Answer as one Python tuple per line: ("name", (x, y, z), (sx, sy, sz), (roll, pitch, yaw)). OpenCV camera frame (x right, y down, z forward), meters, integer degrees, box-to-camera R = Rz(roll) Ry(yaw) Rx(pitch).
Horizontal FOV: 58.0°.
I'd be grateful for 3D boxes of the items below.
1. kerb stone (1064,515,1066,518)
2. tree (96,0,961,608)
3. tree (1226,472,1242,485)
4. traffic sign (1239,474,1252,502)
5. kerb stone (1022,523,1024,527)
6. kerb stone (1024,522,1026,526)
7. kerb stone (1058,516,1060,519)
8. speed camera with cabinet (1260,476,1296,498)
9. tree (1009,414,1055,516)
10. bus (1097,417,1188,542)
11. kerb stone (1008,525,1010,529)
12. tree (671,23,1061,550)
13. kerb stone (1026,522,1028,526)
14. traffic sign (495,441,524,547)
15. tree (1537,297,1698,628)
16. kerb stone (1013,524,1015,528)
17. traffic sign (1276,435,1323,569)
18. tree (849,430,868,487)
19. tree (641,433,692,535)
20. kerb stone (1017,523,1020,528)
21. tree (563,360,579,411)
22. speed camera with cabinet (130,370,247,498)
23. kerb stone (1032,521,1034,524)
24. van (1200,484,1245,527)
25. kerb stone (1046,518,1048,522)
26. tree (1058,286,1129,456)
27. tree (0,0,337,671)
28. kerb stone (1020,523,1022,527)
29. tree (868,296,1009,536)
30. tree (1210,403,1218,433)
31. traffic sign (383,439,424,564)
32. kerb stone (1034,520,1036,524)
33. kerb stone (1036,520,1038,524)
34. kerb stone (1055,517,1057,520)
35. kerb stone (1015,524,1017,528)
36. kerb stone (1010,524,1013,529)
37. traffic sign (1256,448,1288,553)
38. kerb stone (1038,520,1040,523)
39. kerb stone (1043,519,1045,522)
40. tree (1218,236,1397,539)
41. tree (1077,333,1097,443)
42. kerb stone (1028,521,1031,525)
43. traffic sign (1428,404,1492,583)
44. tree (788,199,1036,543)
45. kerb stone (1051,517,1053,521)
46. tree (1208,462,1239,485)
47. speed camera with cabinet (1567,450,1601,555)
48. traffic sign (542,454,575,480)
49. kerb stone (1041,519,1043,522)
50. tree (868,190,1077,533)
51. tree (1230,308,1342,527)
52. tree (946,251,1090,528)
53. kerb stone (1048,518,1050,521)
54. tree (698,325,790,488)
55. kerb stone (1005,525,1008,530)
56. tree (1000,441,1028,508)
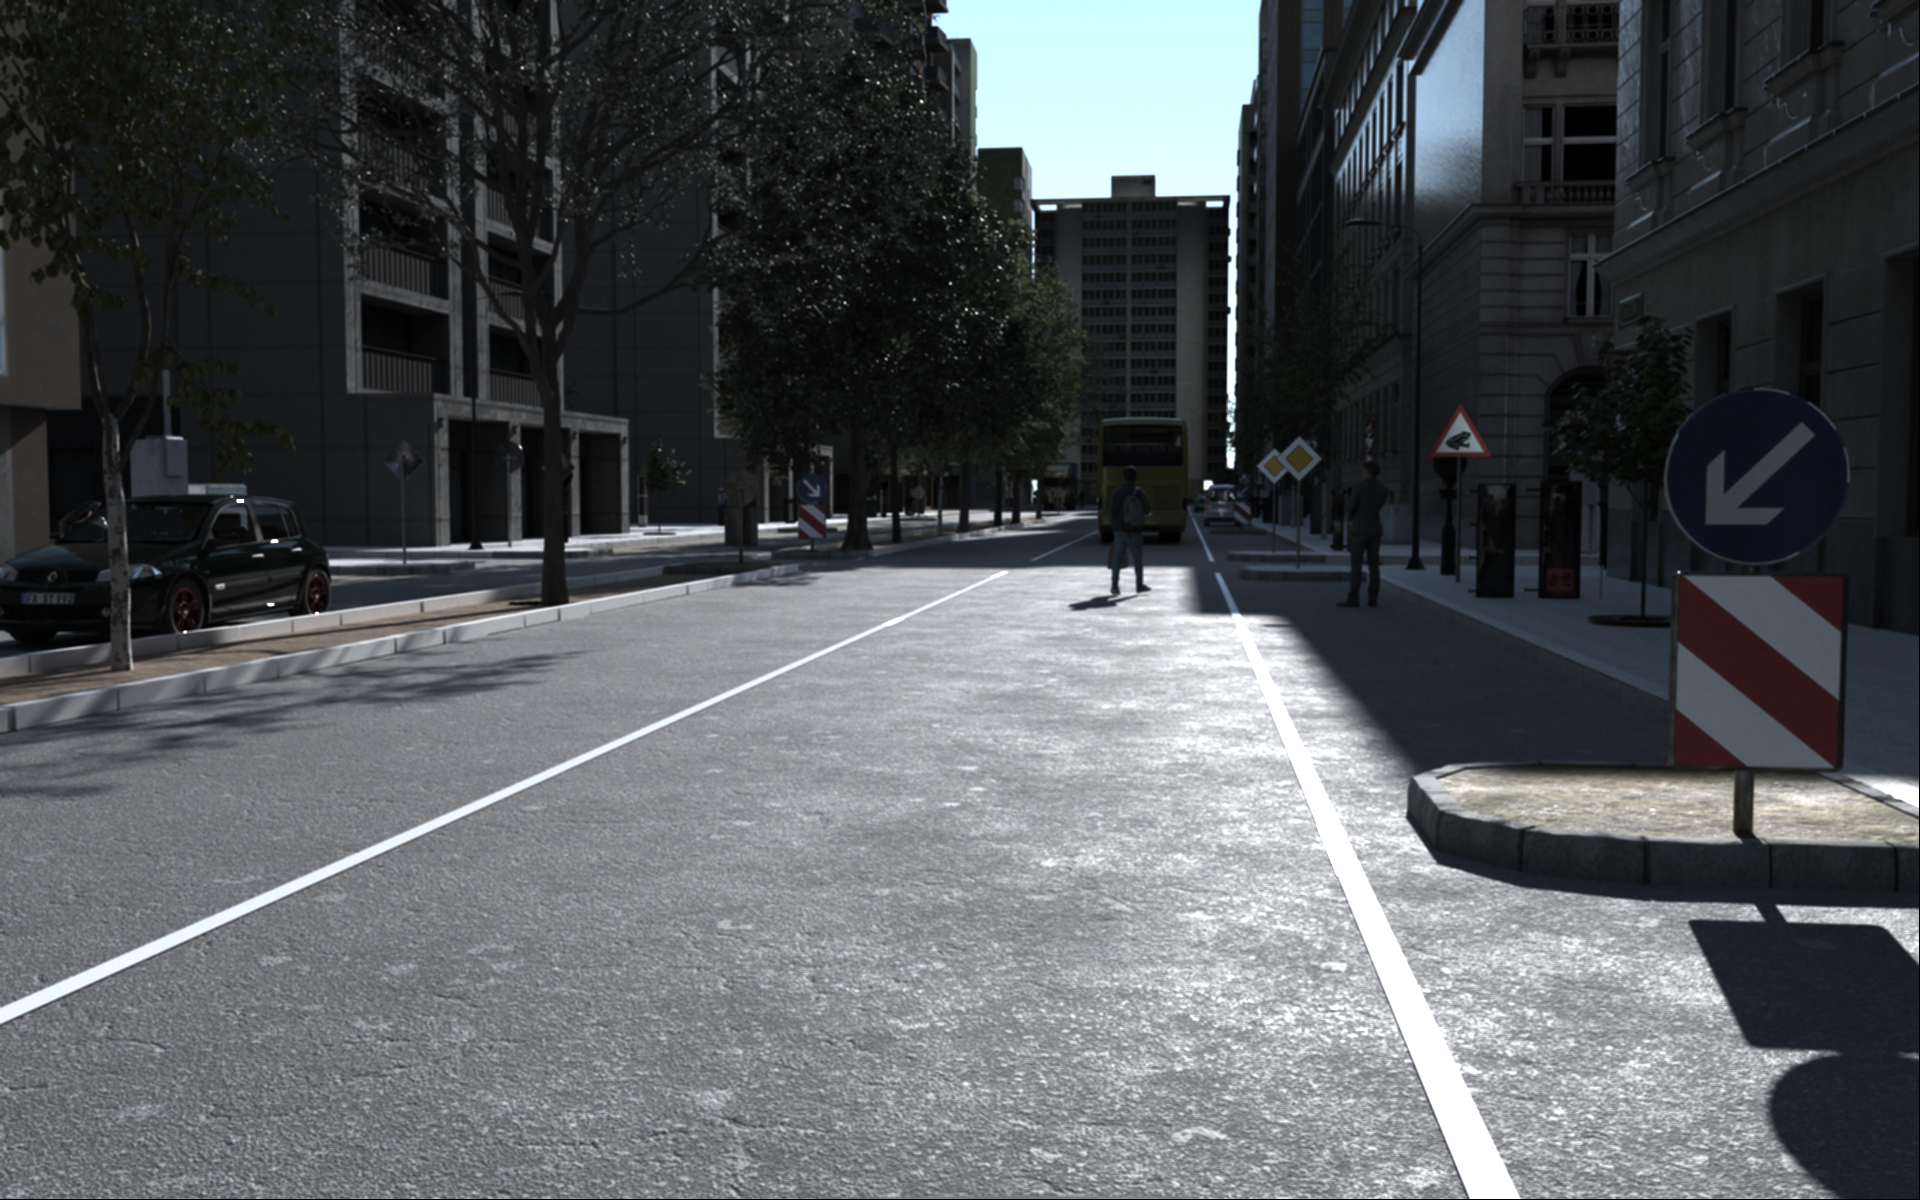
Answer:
("kerb stone", (5.986, -4.884, 102.060), (0.120, 0.150, 1.000), (0, 4, 7))
("tree", (-5.187, -6.657, 21.676), (12.009, 13.543, 11.850), (0, 3, 0))
("tree", (21.773, -8.658, 136.153), (1.663, 3.219, 1.824), (0, 3, 0))
("traffic sign", (17.888, -6.635, 108.591), (0.768, 2.556, 0.104), (1, 4, 10))
("kerb stone", (2.589, -3.265, 75.586), (0.120, 0.150, 1.000), (0, 4, 7))
("kerb stone", (2.720, -3.323, 76.605), (0.120, 0.150, 1.000), (0, 4, 7))
("kerb stone", (5.335, -4.570, 96.967), (0.120, 0.150, 1.000), (0, 4, 7))
("speed camera with cabinet", (16.697, -5.906, 90.895), (0.660, 3.252, 2.038), (-3, 5, -39))
("tree", (3.050, -8.352, 89.370), (4.360, 8.622, 3.978), (0, 3, 0))
("bus", (5.666, -3.845, 54.414), (2.896, 3.916, 12.252), (0, 4, 5))
("kerb stone", (1.797, -2.892, 69.485), (0.120, 0.150, 1.000), (0, 4, 7))
("tree", (-2.502, -7.507, 42.204), (9.611, 12.733, 9.660), (0, 3, 0))
("kerb stone", (2.851, -3.390, 77.627), (0.120, 0.150, 1.000), (0, 4, 7))
("traffic sign", (-10.868, -2.547, 41.745), (0.768, 2.556, 0.104), (1, 4, 14))
("tree", (6.868, -1.379, 17.143), (1.663, 3.219, 1.824), (0, 3, 0))
("kerb stone", (2.067, -3.017, 71.519), (0.120, 0.150, 1.000), (0, 4, 7))
("traffic sign", (5.823, -1.600, 29.796), (0.795, 2.450, 0.064), (0, 4, 7))
("tree", (-4.581, -9.192, 100.650), (4.360, 8.622, 3.978), (0, 3, 0))
("tree", (-9.529, -3.672, 54.637), (1.663, 3.219, 1.824), (0, 3, 0))
("kerb stone", (2.333, -3.141, 73.548), (0.120, 0.150, 1.000), (0, 4, 7))
("tree", (-18.249, -7.510, 73.151), (4.360, 8.622, 3.978), (0, 3, 0))
("speed camera with cabinet", (-12.608, -2.081, 28.358), (0.660, 3.252, 2.038), (1, 4, 17))
("kerb stone", (3.247, -3.577, 80.680), (0.120, 0.150, 1.000), (0, 4, 7))
("van", (11.703, -4.290, 77.150), (2.013, 2.044, 4.112), (0, 4, 8))
("kerb stone", (4.292, -4.069, 88.832), (0.120, 0.150, 1.000), (0, 4, 7))
("tree", (4.465, -11.287, 97.377), (12.009, 13.543, 11.850), (0, 3, 0))
("tree", (-6.767, -3.711, 13.501), (4.737, 8.622, 4.395), (0, 3, 0))
("kerb stone", (2.471, -3.203, 74.562), (0.120, 0.150, 1.000), (0, 4, 7))
("tree", (-0.653, -6.441, 58.128), (4.360, 8.622, 3.978), (0, 3, 0))
("tree", (16.338, -8.968, 96.985), (4.737, 8.622, 4.395), (0, 3, 0))
("traffic sign", (-10.237, -1.726, 31.869), (0.795, 2.450, 0.064), (0, 4, 7))
("kerb stone", (3.371, -3.637, 81.695), (0.120, 0.150, 1.000), (0, 4, 7))
("kerb stone", (3.509, -3.701, 82.713), (0.120, 0.150, 1.000), (0, 4, 7))
("kerb stone", (5.075, -4.449, 94.937), (0.120, 0.150, 1.000), (0, 4, 7))
("kerb stone", (2.195, -3.076, 72.535), (0.120, 0.150, 1.000), (0, 4, 7))
("kerb stone", (1.934, -2.953, 70.499), (0.120, 0.150, 1.000), (0, 4, 7))
("traffic sign", (6.839, -2.084, 37.716), (0.795, 2.450, 0.064), (0, 4, 7))
("kerb stone", (3.642, -3.757, 83.733), (0.120, 0.150, 1.000), (0, 4, 7))
("kerb stone", (4.033, -3.951, 86.798), (0.120, 0.150, 1.000), (0, 4, 7))
("tree", (10.103, -6.032, 48.984), (4.737, 8.622, 4.395), (0, 3, 0))
("tree", (2.583, -9.872, 81.992), (7.486, 12.596, 7.792), (0, 3, 0))
("kerb stone", (2.988, -3.450, 78.640), (0.120, 0.150, 1.000), (0, 4, 7))
("traffic sign", (7.204, -1.529, 25.006), (0.884, 2.594, 0.081), (1, 4, 15))
("tree", (-1.788, -6.977, 50.938), (8.767, 10.594, 7.601), (0, 4, 7))
("kerb stone", (4.687, -4.259, 91.887), (0.120, 0.150, 1.000), (0, 4, 7))
("tree", (28.791, -12.517, 188.358), (4.285, 4.588, 4.351), (0, 3, 0))
("speed camera with cabinet", (13.419, -2.623, 37.216), (0.660, 3.252, 2.038), (1, 4, 22))
("traffic sign", (-9.221, -2.211, 39.789), (0.795, 2.450, 0.064), (0, 4, 7))
("kerb stone", (3.898, -3.878, 85.774), (0.120, 0.150, 1.000), (0, 4, 7))
("tree", (0.087, -8.774, 64.044), (7.486, 12.596, 7.792), (0, 3, 0))
("tree", (12.731, -7.146, 67.192), (4.360, 8.622, 3.978), (0, 3, 0))
("tree", (1.700, -8.872, 73.272), (9.928, 11.665, 9.643), (0, 3, 0))
("kerb stone", (4.423, -4.137, 89.845), (0.120, 0.150, 1.000), (0, 4, 7))
("tree", (-8.421, -7.283, 69.434), (4.360, 8.622, 3.978), (0, 3, 0))
("kerb stone", (1.683, -2.830, 68.461), (0.120, 0.150, 1.000), (0, 4, 7))
("tree", (4.806, -13.007, 163.023), (4.737, 8.622, 4.395), (0, 3, 0))
